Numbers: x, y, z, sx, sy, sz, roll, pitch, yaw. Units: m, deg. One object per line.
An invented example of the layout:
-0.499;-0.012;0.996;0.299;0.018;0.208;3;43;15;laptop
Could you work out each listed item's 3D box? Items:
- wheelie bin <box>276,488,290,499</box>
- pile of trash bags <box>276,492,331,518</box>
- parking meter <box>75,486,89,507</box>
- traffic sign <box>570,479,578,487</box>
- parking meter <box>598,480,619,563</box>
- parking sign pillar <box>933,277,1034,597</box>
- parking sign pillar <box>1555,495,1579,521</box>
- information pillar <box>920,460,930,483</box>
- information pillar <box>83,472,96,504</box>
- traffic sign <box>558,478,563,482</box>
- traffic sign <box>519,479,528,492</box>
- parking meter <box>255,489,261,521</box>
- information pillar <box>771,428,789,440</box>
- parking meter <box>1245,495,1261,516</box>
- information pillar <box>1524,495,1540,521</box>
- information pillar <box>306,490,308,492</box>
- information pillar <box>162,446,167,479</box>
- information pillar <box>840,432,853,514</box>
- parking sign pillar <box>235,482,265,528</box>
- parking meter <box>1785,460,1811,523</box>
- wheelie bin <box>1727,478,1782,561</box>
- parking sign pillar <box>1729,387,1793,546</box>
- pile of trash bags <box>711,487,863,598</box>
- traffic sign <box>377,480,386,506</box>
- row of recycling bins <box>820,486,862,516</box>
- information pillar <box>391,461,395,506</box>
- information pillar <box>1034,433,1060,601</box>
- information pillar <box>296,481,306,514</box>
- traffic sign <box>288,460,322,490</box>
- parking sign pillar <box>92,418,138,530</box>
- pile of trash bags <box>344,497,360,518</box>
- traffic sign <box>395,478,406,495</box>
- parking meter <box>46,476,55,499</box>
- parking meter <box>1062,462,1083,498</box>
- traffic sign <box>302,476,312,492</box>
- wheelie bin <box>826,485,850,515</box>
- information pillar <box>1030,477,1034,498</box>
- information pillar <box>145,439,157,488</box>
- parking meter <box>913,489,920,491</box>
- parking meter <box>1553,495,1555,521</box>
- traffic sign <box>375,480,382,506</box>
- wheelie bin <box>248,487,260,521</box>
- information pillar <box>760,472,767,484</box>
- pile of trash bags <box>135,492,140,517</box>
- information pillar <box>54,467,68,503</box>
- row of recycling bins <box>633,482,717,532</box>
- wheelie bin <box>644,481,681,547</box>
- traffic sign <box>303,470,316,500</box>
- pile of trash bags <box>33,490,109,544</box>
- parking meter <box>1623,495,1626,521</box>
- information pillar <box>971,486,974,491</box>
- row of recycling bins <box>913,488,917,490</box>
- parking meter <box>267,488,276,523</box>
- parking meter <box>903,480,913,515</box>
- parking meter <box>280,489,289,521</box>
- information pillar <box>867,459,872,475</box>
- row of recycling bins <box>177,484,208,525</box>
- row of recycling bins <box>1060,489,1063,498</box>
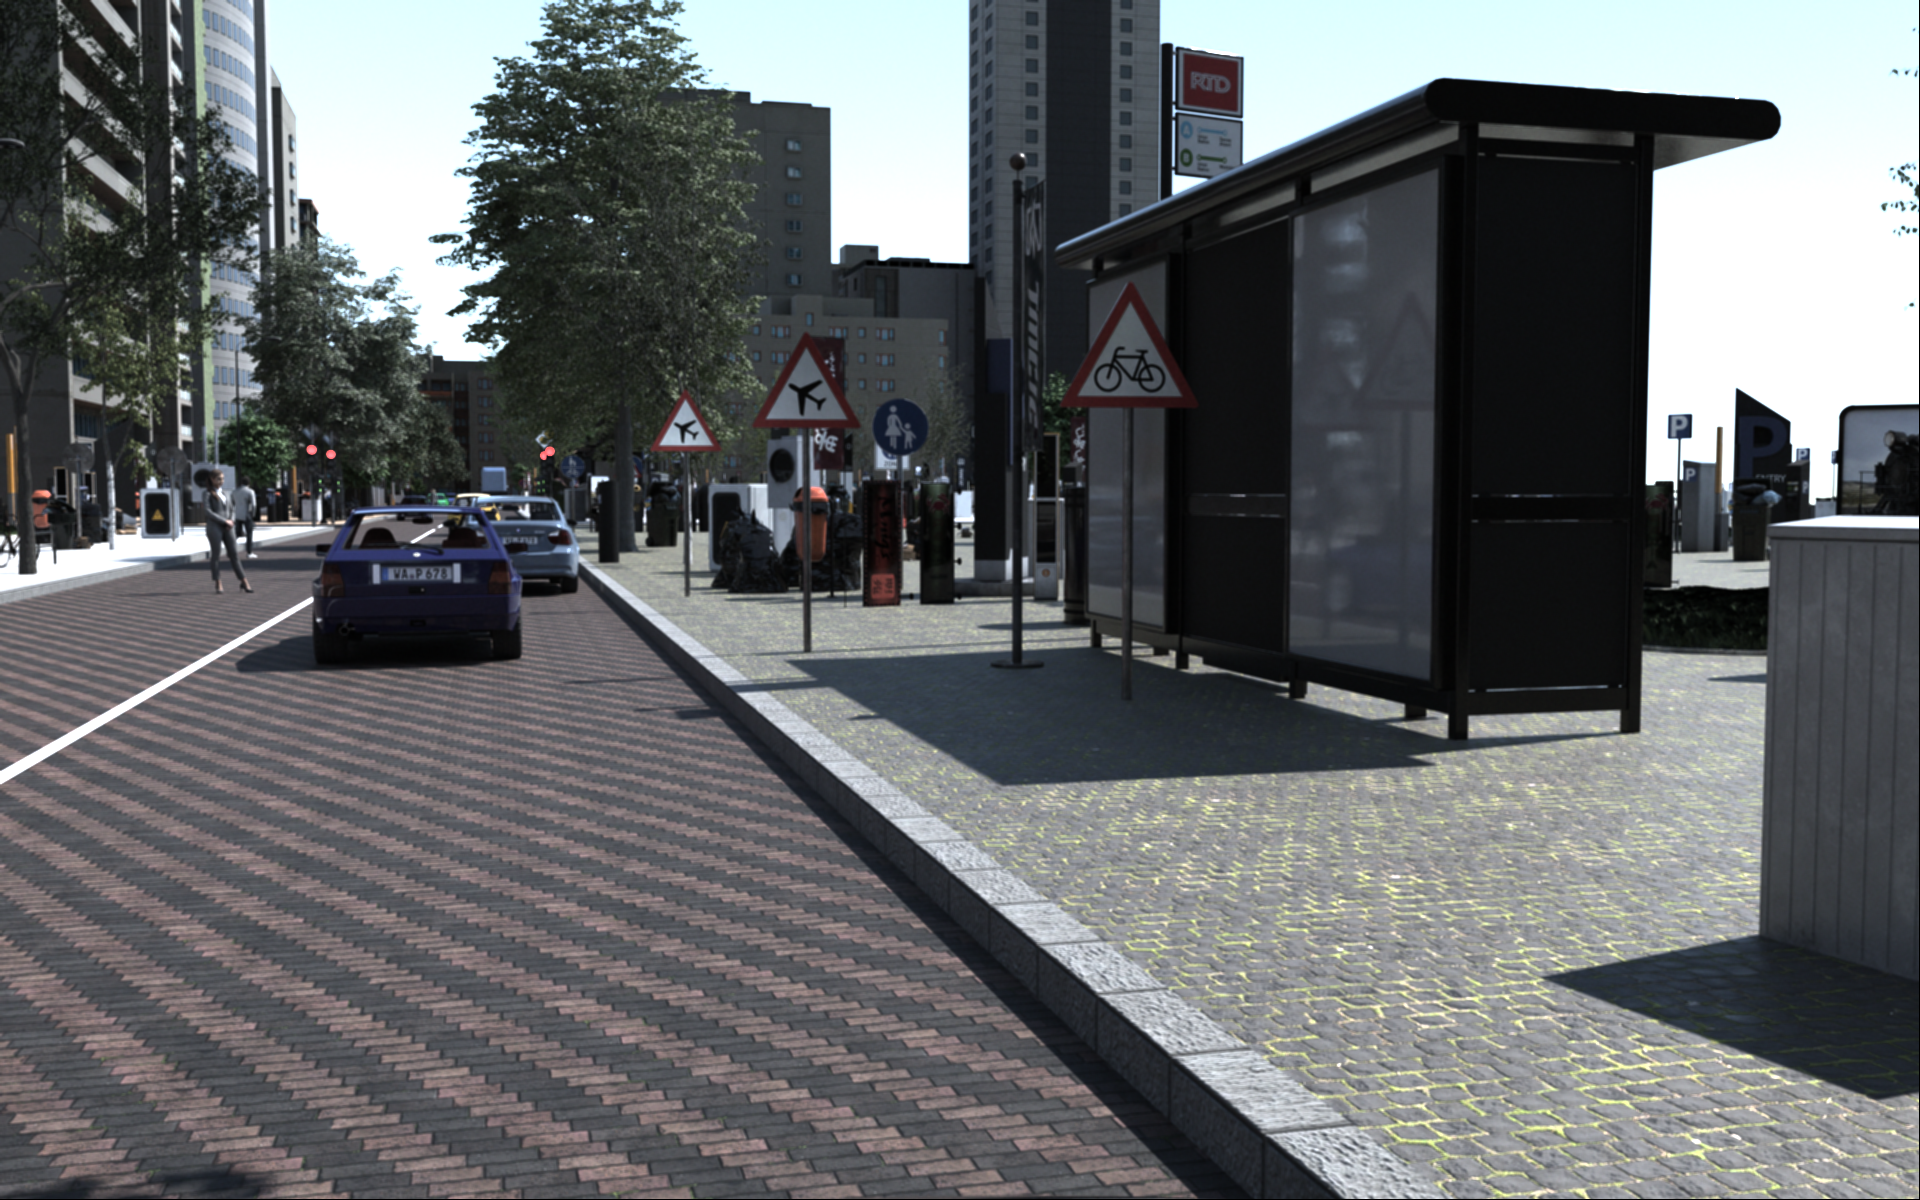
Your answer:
-36.306;-5.182;92.640;0.980;1.594;0.693;2;4;29;wheelie bin
-34.578;-4.991;91.359;3.447;1.369;1.912;-1;4;-13;pile of trash bags
-27.034;-2.749;53.363;0.372;1.533;0.369;0;3;0;parking meter
-33.578;-9.224;150.924;0.768;2.556;0.104;-1;4;-9;traffic sign
-6.576;-1.468;32.408;0.372;1.533;0.369;0;3;0;parking meter
0.540;-2.063;22.207;1.447;3.967;1.447;1;4;15;parking sign pillar
21.576;-4.429;60.893;1.447;3.967;1.447;-2;4;-25;parking sign pillar
-2.303;-7.818;119.186;0.504;3.616;0.183;2;4;31;information pillar
-29.481;-3.315;58.699;0.304;2.012;0.304;-1;4;-11;information pillar
-31.647;-8.342;136.496;0.768;2.556;0.104;0;4;-7;traffic sign
-36.623;-8.881;145.304;0.768;2.556;0.104;-1;4;-10;traffic sign
-33.586;-4.540;82.634;0.372;1.533;0.369;0;3;0;parking meter
-4.665;-3.270;44.821;0.504;3.616;0.183;-1;4;-12;information pillar
6.660;-2.056;39.330;0.255;1.863;0.399;-1;4;-16;parking meter
13.579;-2.240;41.111;0.304;2.012;0.304;2;4;34;information pillar
-44.059;-6.882;117.012;0.304;2.012;0.304;-2;4;-26;information pillar
-39.075;-5.737;85.159;0.183;3.616;0.504;-1;4;-12;information pillar
-4.253;-4.506;65.027;0.504;3.616;0.183;-1;4;-18;information pillar
-27.421;-4.706;65.418;1.447;3.967;1.447;0;4;2;parking sign pillar
14.245;-1.454;29.482;0.399;1.863;0.255;-3;4;-37;parking meter
15.241;-1.552;33.277;0.980;1.594;0.693;2;4;33;wheelie bin
20.125;-3.362;43.433;1.447;3.967;1.447;1;4;15;parking sign pillar
-2.174;-0.797;22.780;1.912;1.369;3.447;-1;4;-15;pile of trash bags
-43.216;-7.785;129.411;0.606;2.300;0.079;0;4;-8;traffic sign
-5.814;-4.761;84.948;3.534;1.692;1.069;2;4;31;row of recycling bins
-39.648;-7.935;121.086;0.183;3.616;0.504;-2;4;-34;information pillar
1.043;-1.003;20.893;0.304;2.012;0.304;0;4;4;information pillar
-36.549;-5.584;95.790;0.304;2.012;0.304;3;5;42;information pillar
-39.111;-6.694;103.314;2.265;3.308;0.079;-1;4;-11;traffic sign
-29.660;-4.417;60.688;1.447;3.967;1.447;-3;5;-43;parking sign pillar
-34.353;-5.188;94.583;3.447;1.369;1.912;1;4;11;pile of trash bags
-43.344;-8.201;134.189;0.768;2.556;0.104;-1;4;-12;traffic sign
-26.999;-2.810;51.649;0.399;1.863;0.255;-3;5;-40;parking meter
2.030;-1.563;31.266;0.255;1.863;0.399;2;4;28;parking meter
-37.405;-6.082;99.553;0.768;2.556;0.104;-1;4;-8;traffic sign
-4.137;-3.111;58.766;0.693;1.594;0.980;2;4;35;wheelie bin
6.312;-9.819;151.894;0.504;3.616;0.183;-2;4;-34;information pillar
-34.581;-5.062;74.117;0.183;3.616;0.504;2;4;32;information pillar
-2.102;-4.616;83.874;0.372;1.533;0.369;0;3;0;parking meter
24.073;-3.912;69.679;0.255;1.863;0.399;-2;4;-27;parking meter
-40.278;-7.307;119.568;0.768;2.556;0.104;-1;4;-11;traffic sign
-33.284;-4.486;81.247;0.980;1.594;0.693;2;4;29;wheelie bin
-6.488;-3.266;57.892;0.304;2.012;0.304;-2;4;-31;information pillar
-45.466;-5.292;96.278;1.912;1.369;3.447;-1;4;-13;pile of trash bags
-24.690;-2.636;47.592;0.304;2.012;0.304;-2;4;-32;information pillar
-9.836;-3.161;58.795;3.534;1.692;1.069;-1;4;-13;row of recycling bins
-7.242;-2.106;42.341;0.693;1.594;0.980;2;4;35;wheelie bin
-33.585;-5.473;89.585;0.768;2.556;0.104;-1;4;-9;traffic sign
-23.136;-2.128;44.541;1.912;1.369;3.447;-1;4;-12;pile of trash bags
15.891;-2.006;41.211;0.372;1.533;0.369;0;3;0;parking meter
1.139;-9.471;159.348;0.304;2.012;0.304;0;4;6;information pillar
-3.641;-8.598;147.693;1.069;1.692;3.534;-1;4;-23;row of recycling bins
-30.452;-4.171;76.599;0.372;1.533;0.369;0;3;0;parking meter
-2.158;-4.065;72.169;0.255;1.863;0.399;-3;5;-43;parking meter
-31.726;-4.460;81.329;0.372;1.533;0.369;0;3;0;parking meter
-6.065;-7.660;116.590;0.183;3.616;0.504;-3;4;-37;information pillar
-32.867;-4.095;74.070;1.069;1.692;3.534;-1;4;-14;row of recycling bins
9.608;-8.818;151.294;3.534;1.692;1.069;3;4;37;row of recycling bins
